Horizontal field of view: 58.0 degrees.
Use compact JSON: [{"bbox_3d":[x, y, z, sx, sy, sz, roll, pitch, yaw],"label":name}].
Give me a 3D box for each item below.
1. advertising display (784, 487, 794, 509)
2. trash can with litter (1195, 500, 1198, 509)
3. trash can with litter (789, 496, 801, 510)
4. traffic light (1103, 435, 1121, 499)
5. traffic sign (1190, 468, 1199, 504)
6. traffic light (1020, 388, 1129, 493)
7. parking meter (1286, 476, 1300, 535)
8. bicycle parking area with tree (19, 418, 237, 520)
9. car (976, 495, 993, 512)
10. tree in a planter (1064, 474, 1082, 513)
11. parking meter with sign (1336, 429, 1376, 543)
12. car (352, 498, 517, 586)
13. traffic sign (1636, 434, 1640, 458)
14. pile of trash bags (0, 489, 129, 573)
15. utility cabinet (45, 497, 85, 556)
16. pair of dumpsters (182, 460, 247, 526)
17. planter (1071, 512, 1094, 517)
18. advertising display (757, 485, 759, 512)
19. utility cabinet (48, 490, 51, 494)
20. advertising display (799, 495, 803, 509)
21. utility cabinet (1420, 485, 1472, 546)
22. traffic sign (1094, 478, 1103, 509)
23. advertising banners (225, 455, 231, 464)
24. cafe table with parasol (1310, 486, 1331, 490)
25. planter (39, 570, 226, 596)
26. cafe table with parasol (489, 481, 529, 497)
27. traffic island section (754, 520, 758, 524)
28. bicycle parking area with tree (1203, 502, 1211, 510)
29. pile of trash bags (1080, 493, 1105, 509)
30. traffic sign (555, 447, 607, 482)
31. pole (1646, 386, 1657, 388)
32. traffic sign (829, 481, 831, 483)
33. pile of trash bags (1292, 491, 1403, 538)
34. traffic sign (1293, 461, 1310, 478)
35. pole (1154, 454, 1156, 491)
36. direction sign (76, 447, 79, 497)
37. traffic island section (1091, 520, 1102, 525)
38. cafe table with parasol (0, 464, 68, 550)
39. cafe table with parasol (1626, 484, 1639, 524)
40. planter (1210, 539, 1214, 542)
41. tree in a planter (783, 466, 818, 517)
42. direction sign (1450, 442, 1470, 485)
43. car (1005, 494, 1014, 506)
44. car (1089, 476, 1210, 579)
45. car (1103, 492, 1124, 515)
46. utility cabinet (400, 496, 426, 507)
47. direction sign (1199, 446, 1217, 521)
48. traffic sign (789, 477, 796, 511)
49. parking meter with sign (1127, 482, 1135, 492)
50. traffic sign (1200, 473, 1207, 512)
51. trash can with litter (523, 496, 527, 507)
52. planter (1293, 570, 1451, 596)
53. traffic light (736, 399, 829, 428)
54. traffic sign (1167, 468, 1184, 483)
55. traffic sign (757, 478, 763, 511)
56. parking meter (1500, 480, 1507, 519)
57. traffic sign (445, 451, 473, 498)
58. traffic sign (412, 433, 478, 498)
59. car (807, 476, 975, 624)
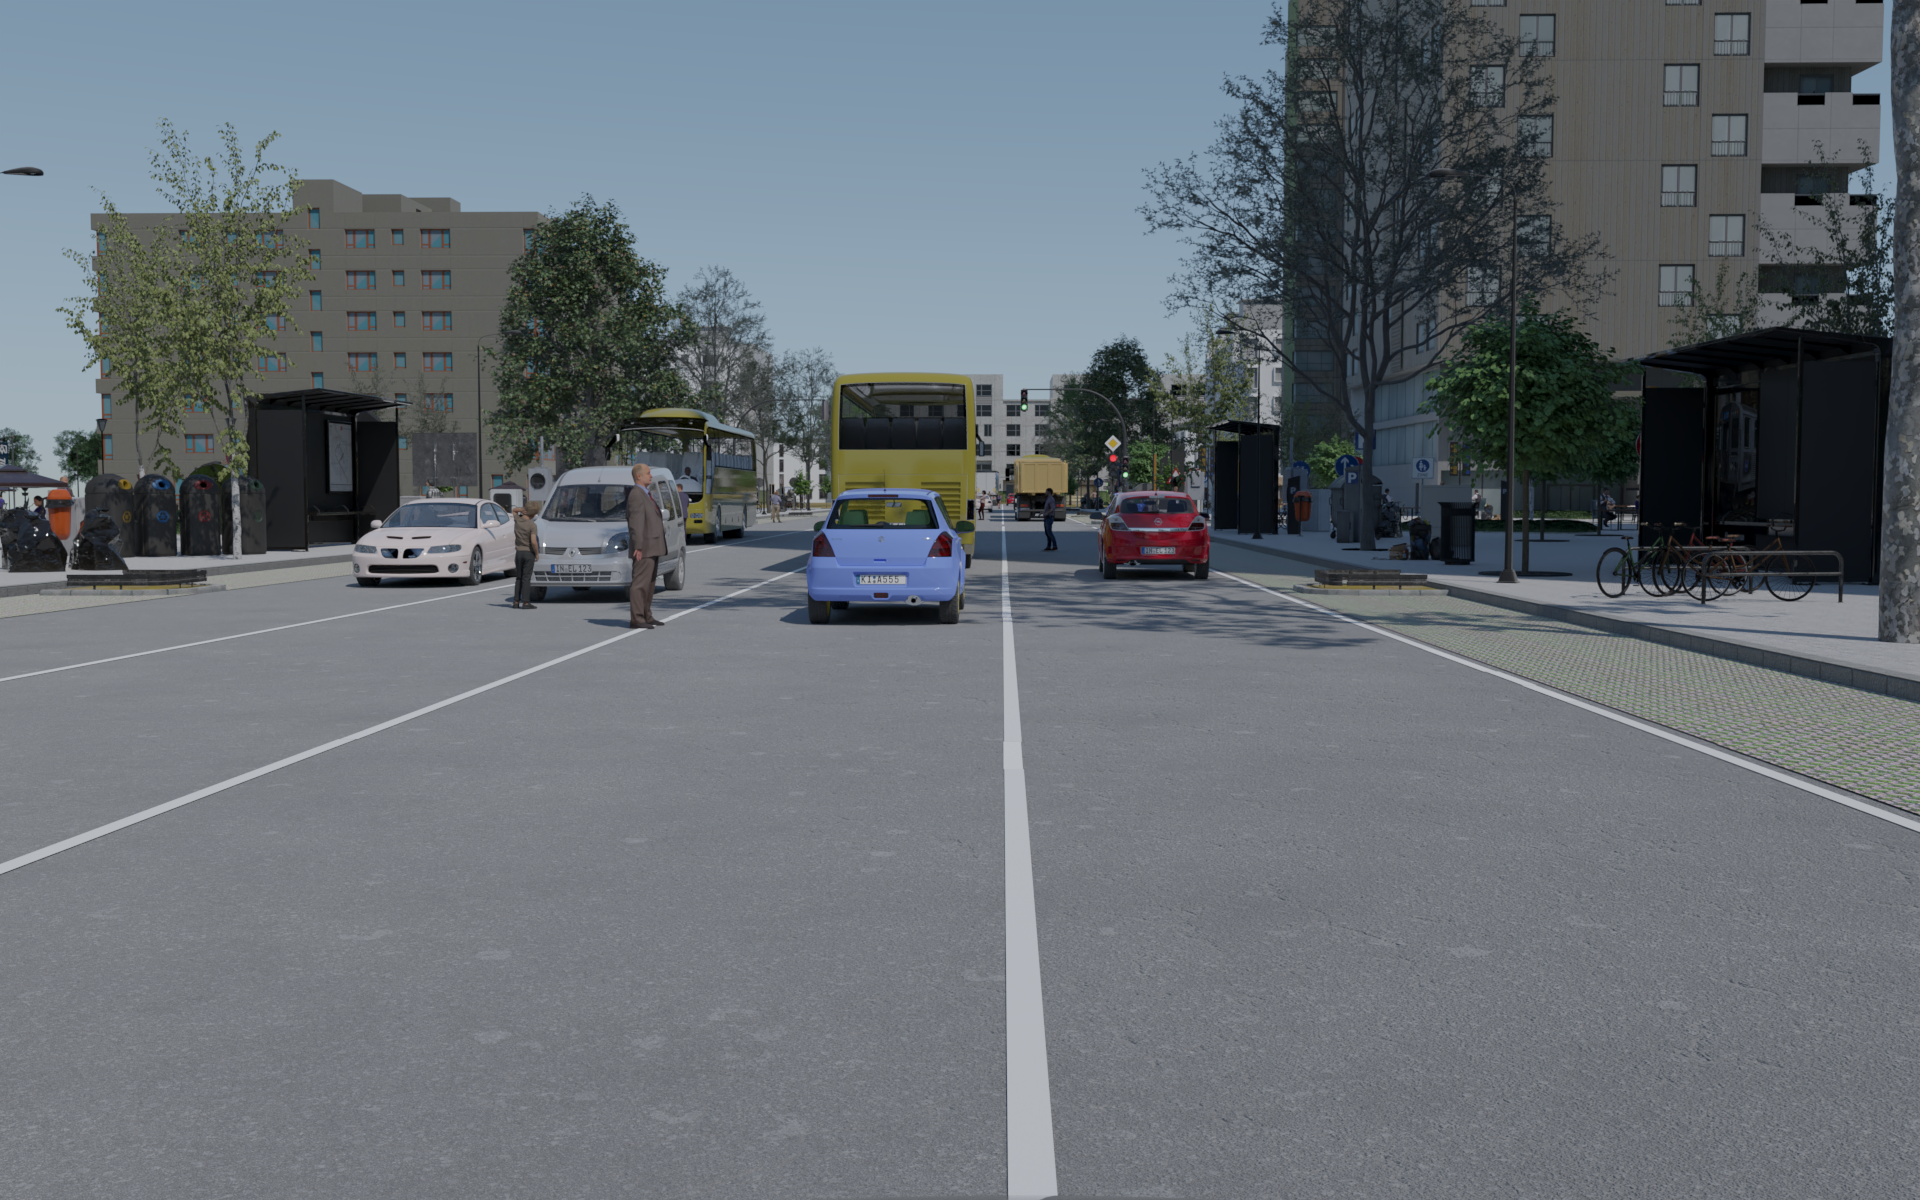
[{"bbox_3d":[-15.098,-9.052,153.206,0.974,1.923,0.123,-2,4,-28],"label":"advertising display"},{"bbox_3d":[13.554,-5.651,103.449,2.233,1.210,1.678,-1,4,-23],"label":"trash can with litter"},{"bbox_3d":[-13.023,-7.644,136.030,1.678,1.210,2.233,-1,4,-15],"label":"trash can with litter"},{"bbox_3d":[7.261,-5.726,82.546,0.839,4.253,0.868,0,4,1],"label":"traffic light"},{"bbox_3d":[11.138,-5.040,82.516,0.768,2.556,0.104,0,4,5],"label":"traffic sign"},{"bbox_3d":[4.974,-6.104,74.472,4.771,5.953,1.251,0,4,1],"label":"traffic light"},{"bbox_3d":[10.583,-3.014,54.992,0.399,1.863,0.255,1,4,22],"label":"parking meter"},{"bbox_3d":[-30.075,-4.798,65.446,8.231,4.147,9.016,1,4,20],"label":"bicycle parking area with tree"},{"bbox_3d":[1.634,-7.677,137.876,2.083,1.381,4.827,0,4,0],"label":"car"},{"bbox_3d":[8.551,-8.381,134.252,1.991,3.239,1.994,0,4,1],"label":"tree in a planter"},{"bbox_3d":[10.483,-3.040,45.958,0.543,3.016,1.738,2,4,31],"label":"parking meter with sign"},{"bbox_3d":[-8.484,-0.990,28.554,2.083,1.381,4.827,0,4,-1],"label":"car"},{"bbox_3d":[12.730,-1.933,31.709,0.768,2.556,0.104,0,4,3],"label":"traffic sign"},{"bbox_3d":[-15.549,-1.236,29.963,1.912,1.369,3.447,-2,4,-29],"label":"pile of trash bags"},{"bbox_3d":[-18.540,-1.516,35.954,1.020,1.237,0.306,2,4,30],"label":"utility cabinet"},{"bbox_3d":[-17.249,-2.426,42.155,1.574,2.255,4.437,0,4,2],"label":"pair of dumpsters"},{"bbox_3d":[7.894,-5.270,107.310,1.991,0.319,1.994,0,4,1],"label":"planter"},{"bbox_3d":[-15.041,-7.329,125.035,0.974,1.923,0.123,0,4,-2],"label":"advertising display"},{"bbox_3d":[-44.105,-4.660,84.872,1.173,1.500,0.318,1,4,15],"label":"utility cabinet"},{"bbox_3d":[-13.730,-8.850,149.914,0.123,1.923,0.974,0,4,8],"label":"advertising display"},{"bbox_3d":[11.809,-2.044,42.096,1.173,1.500,0.318,0,4,7],"label":"utility cabinet"},{"bbox_3d":[10.769,-8.230,134.658,0.768,2.556,0.104,0,4,7],"label":"traffic sign"},{"bbox_3d":[-30.310,-4.746,73.779,2.074,3.025,0.090,1,4,9],"label":"advertising banners"},{"bbox_3d":[27.663,-7.852,133.250,2.610,1.966,2.610,2,4,28],"label":"cafe table with parasol"},{"bbox_3d":[-11.885,-0.249,25.208,1.991,0.319,1.994,0,4,1],"label":"planter"},{"bbox_3d":[-23.401,-5.216,90.146,2.610,1.966,2.610,-3,5,-39],"label":"cafe table with parasol"},{"bbox_3d":[-10.815,-3.720,83.101,2.009,0.180,2.903,0,4,1],"label":"traffic island section"},{"bbox_3d":[20.340,-9.074,135.366,9.016,4.147,8.231,1,4,20],"label":"bicycle parking area with tree"},{"bbox_3d":[11.235,-8.518,149.018,1.912,1.369,3.447,-1,4,-11],"label":"pile of trash bags"},{"bbox_3d":[-16.175,-4.898,73.956,2.265,3.308,0.079,0,4,7],"label":"traffic sign"},{"bbox_3d":[13.118,-2.392,32.949,0.158,3.312,0.155,0,3,0],"label":"pole"},{"bbox_3d":[-11.430,-9.441,154.099,0.795,2.593,0.064,1,4,11],"label":"traffic sign"},{"bbox_3d":[11.657,-2.586,52.032,3.447,1.369,1.912,2,4,30],"label":"pile of trash bags"},{"bbox_3d":[12.985,-4.042,66.198,0.768,2.556,0.104,0,4,4],"label":"traffic sign"},{"bbox_3d":[10.007,-5.827,89.107,0.158,3.312,0.155,0,3,0],"label":"pole"},{"bbox_3d":[-42.938,-5.647,84.318,0.379,3.537,0.876,-2,4,-25],"label":"direction sign"},{"bbox_3d":[7.301,-3.693,82.659,2.009,0.180,2.903,0,4,1],"label":"traffic island section"},{"bbox_3d":[-21.876,-2.141,39.864,2.610,1.966,2.610,1,4,9],"label":"cafe table with parasol"},{"bbox_3d":[29.239,-4.156,72.815,2.610,1.966,2.610,0,4,4],"label":"cafe table with parasol"},{"bbox_3d":[6.572,-1.911,52.390,1.991,0.319,1.994,0,4,1],"label":"planter"},{"bbox_3d":[-9.885,-6.753,107.641,1.991,3.239,1.994,0,4,1],"label":"tree in a planter"},{"bbox_3d":[21.629,-5.073,74.944,0.876,3.537,0.379,2,4,28],"label":"direction sign"},{"bbox_3d":[6.552,-12.392,211.643,2.155,1.783,4.494,0,4,0],"label":"car"},{"bbox_3d":[3.375,-1.319,30.598,2.155,1.783,4.494,0,4,3],"label":"car"},{"bbox_3d":[6.754,-3.682,69.798,1.945,1.707,3.694,0,4,3],"label":"car"},{"bbox_3d":[-17.121,-2.627,54.113,1.020,1.237,0.306,2,4,29],"label":"utility cabinet"},{"bbox_3d":[11.675,-5.477,81.539,0.876,3.537,0.379,0,4,5],"label":"direction sign"},{"bbox_3d":[-12.504,-7.973,130.464,0.768,2.556,0.104,0,4,6],"label":"traffic sign"},{"bbox_3d":[10.154,-6.428,101.359,1.738,3.016,0.543,3,4,38],"label":"parking meter with sign"},{"bbox_3d":[12.731,-5.588,91.473,0.768,2.556,0.104,0,4,8],"label":"traffic sign"},{"bbox_3d":[-21.579,-4.462,84.013,1.678,1.210,2.233,2,4,32],"label":"trash can with litter"},{"bbox_3d":[5.909,-0.250,25.221,1.991,0.319,1.994,0,4,1],"label":"planter"},{"bbox_3d":[-8.682,-6.623,82.950,4.771,5.953,1.251,0,4,1],"label":"traffic light"},{"bbox_3d":[10.647,-5.230,85.512,0.884,2.594,0.081,0,4,5],"label":"traffic sign"},{"bbox_3d":[-15.627,-8.244,134.894,0.768,2.556,0.104,0,4,8],"label":"traffic sign"},{"bbox_3d":[22.980,-4.109,72.899,0.399,1.863,0.255,3,4,36],"label":"parking meter"},{"bbox_3d":[-15.250,-3.224,52.717,0.884,2.594,0.081,0,4,5],"label":"traffic sign"},{"bbox_3d":[-17.087,-3.887,57.424,2.265,3.308,0.079,1,4,8],"label":"traffic sign"},{"bbox_3d":[-0.803,-0.662,20.417,1.945,1.707,3.694,0,4,1],"label":"car"}]
